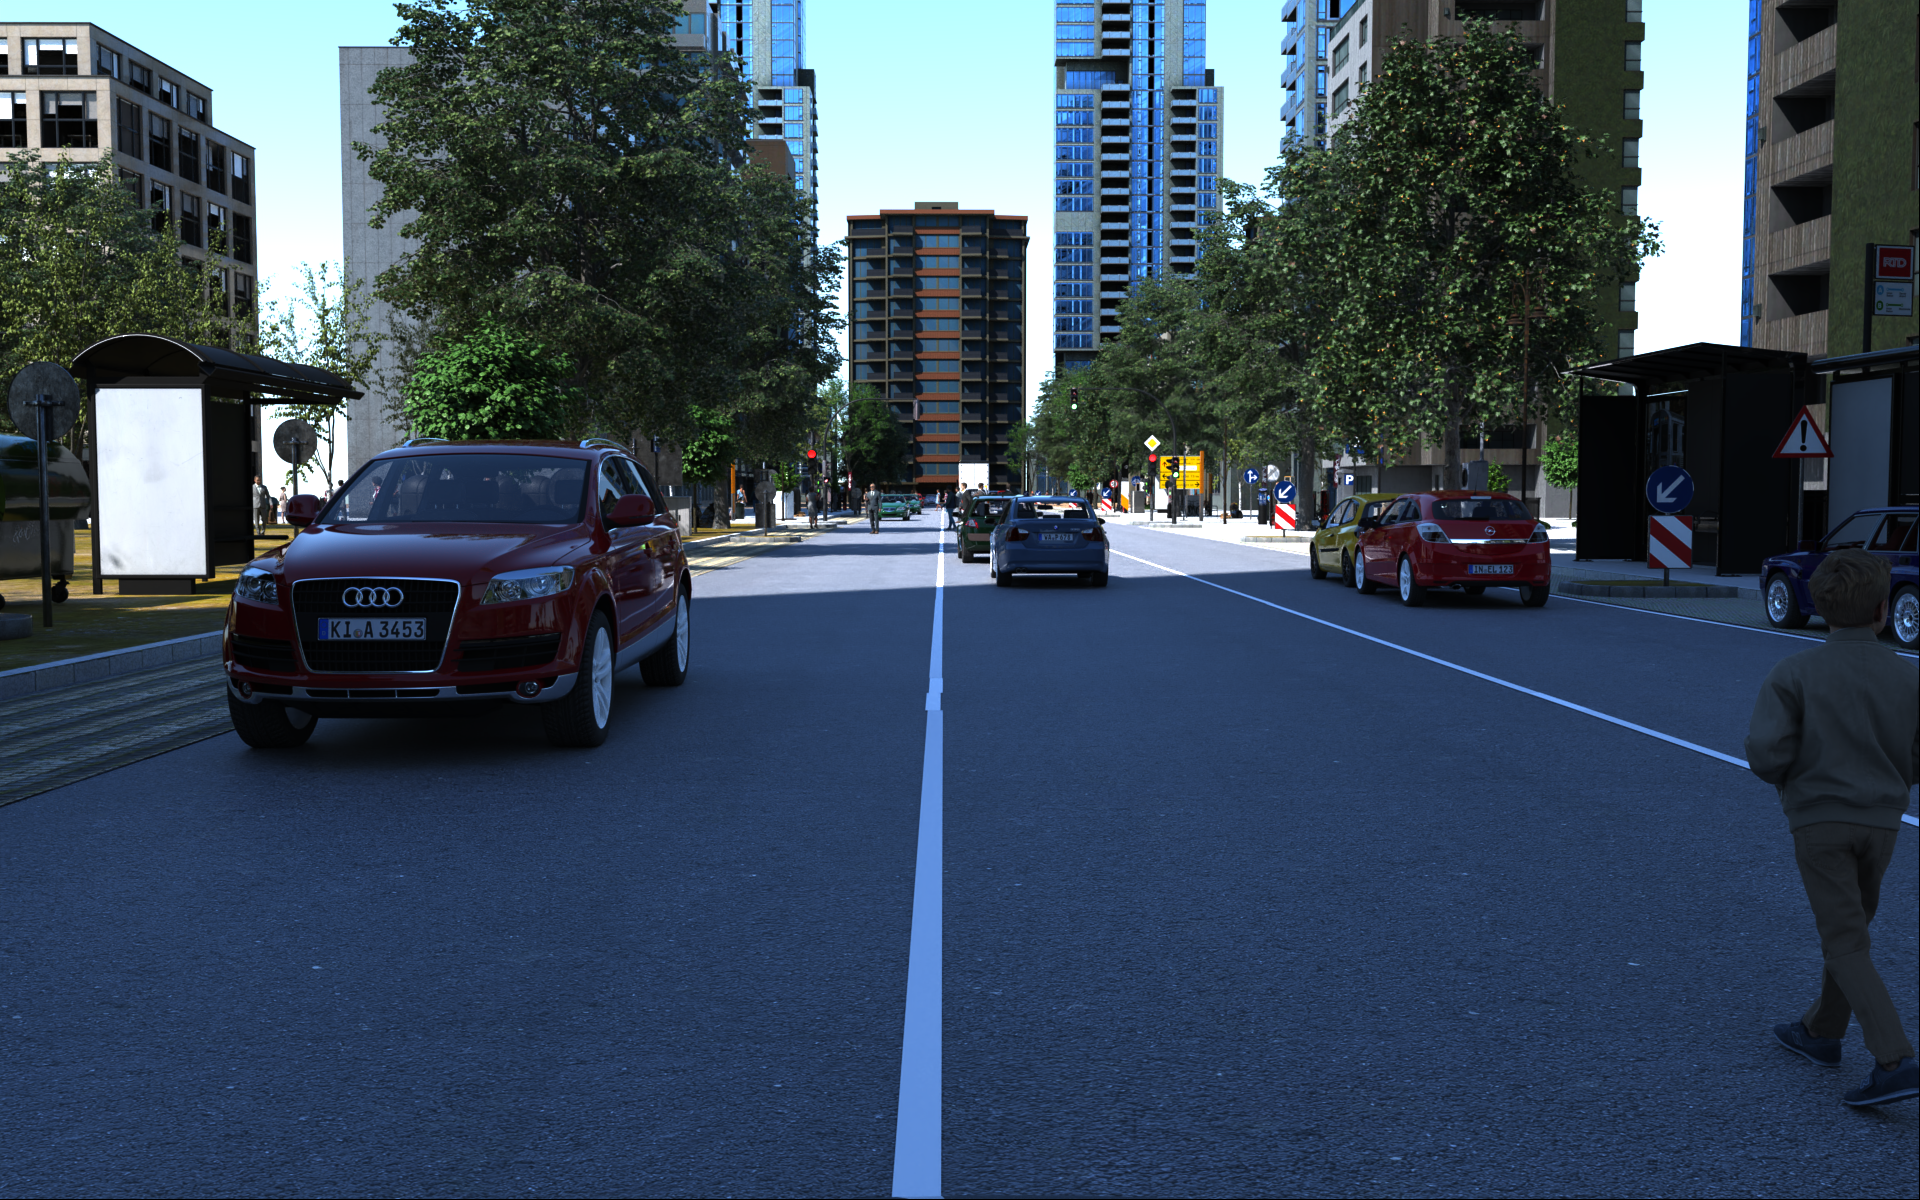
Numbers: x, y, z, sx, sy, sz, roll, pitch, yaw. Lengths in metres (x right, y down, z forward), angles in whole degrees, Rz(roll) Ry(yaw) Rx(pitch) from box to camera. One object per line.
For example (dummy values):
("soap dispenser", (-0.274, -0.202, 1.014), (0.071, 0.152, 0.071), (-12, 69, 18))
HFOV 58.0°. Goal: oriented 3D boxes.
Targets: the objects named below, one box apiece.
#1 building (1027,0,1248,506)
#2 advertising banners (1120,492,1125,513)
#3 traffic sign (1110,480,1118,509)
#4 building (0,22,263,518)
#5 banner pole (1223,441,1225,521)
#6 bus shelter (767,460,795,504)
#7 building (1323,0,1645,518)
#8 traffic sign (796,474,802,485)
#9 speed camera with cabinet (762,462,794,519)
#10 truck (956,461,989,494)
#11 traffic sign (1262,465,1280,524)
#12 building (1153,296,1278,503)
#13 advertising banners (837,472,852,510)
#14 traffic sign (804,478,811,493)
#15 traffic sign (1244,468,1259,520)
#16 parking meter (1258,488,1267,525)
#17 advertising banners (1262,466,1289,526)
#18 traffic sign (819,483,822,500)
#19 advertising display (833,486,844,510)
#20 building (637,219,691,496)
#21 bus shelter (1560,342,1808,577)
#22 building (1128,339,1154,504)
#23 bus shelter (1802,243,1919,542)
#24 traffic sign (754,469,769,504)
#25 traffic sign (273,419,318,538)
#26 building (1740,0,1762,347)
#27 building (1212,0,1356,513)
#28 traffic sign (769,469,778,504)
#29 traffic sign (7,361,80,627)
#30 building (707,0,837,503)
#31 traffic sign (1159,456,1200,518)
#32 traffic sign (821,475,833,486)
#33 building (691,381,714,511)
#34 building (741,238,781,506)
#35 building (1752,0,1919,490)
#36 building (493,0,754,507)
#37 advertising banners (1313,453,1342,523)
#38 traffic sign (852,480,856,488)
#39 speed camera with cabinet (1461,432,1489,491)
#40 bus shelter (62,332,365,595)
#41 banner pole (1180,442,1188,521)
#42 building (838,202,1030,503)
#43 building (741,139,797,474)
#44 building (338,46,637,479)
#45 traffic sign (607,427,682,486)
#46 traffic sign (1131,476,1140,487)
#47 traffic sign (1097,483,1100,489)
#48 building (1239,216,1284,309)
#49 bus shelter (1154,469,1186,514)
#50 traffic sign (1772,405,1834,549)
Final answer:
("building", (25.709, -58.013, 261.180), (31.000, 86.520, 22.319), (0, 4, -1))
("advertising banners", (11.210, -7.488, 118.617), (0.090, 3.025, 2.074), (0, 4, -7))
("traffic sign", (13.534, -9.314, 152.396), (0.768, 2.556, 0.104), (0, 3, 0))
("building", (-61.751, -18.131, 100.965), (34.151, 26.468, 19.350), (0, 4, -1))
("banner pole", (12.428, -5.600, 81.578), (0.401, 3.779, 0.863), (1, 4, 14))
("bus shelter", (-11.940, -7.724, 117.571), (1.731, 3.624, 6.357), (0, 4, -1))
("building", (29.200, -20.013, 98.909), (14.107, 30.474, 14.160), (0, 4, -1))
("traffic sign", (-10.592, -6.852, 112.130), (0.768, 2.556, 0.104), (0, 4, 1))
("speed camera with cabinet", (-9.578, -5.866, 90.251), (2.038, 3.252, 0.660), (3, 4, 38))
("truck", (1.140, -9.884, 150.519), (2.839, 4.237, 11.283), (0, 4, -1))
("traffic sign", (13.408, -4.568, 74.791), (0.768, 2.556, 0.104), (0, 4, 0))
("building", (35.791, -20.366, 178.015), (27.650, 21.520, 28.899), (0, 4, -1))
("advertising banners", (-9.032, -8.521, 135.507), (0.090, 3.025, 2.074), (-3, 4, -37))
("traffic sign", (-11.759, -8.223, 134.543), (0.768, 2.556, 0.104), (1, 4, 9))
("traffic sign", (14.469, -5.259, 86.093), (0.768, 2.556, 0.104), (0, 4, 0))
("parking meter", (12.716, -3.934, 72.724), (0.372, 1.533, 0.369), (0, 3, 0))
("advertising banners", (12.752, -4.531, 70.273), (0.090, 3.025, 2.074), (3, 5, 43))
("traffic sign", (-11.131, -8.385, 137.195), (0.768, 2.556, 0.104), (0, 4, 5))
("advertising display", (-9.756, -8.192, 139.153), (0.974, 1.923, 0.123), (1, 4, 17))
("building", (-25.453, -16.246, 120.371), (10.420, 20.320, 16.860), (0, 4, -1))
("bus shelter", (12.267, -2.361, 29.893), (1.731, 3.624, 6.357), (0, 4, -1))
("building", (34.788, -22.205, 208.097), (27.650, 21.520, 28.899), (0, 4, -1))
("bus shelter", (14.354, -2.925, 25.464), (2.179, 5.291, 8.768), (0, 4, -1))
("traffic sign", (-7.976, -4.122, 69.529), (0.606, 2.300, 0.079), (0, 4, 4))
("traffic sign", (-11.252, -1.787, 29.325), (0.768, 2.556, 0.104), (0, 4, 3))
("building", (61.024, -48.147, 99.878), (31.000, 86.520, 22.319), (0, 4, -1))
("building", (32.348, -49.856, 127.817), (22.319, 86.520, 31.000), (0, 4, -1))
("traffic sign", (-9.697, -5.429, 88.866), (0.768, 2.556, 0.104), (0, 4, 5))
("traffic sign", (-8.812, -1.012, 16.654), (0.768, 2.556, 0.104), (1, 4, 9))
("building", (-34.403, -58.017, 261.251), (31.000, 86.520, 22.319), (0, 4, -1))
("traffic sign", (11.678, -5.975, 91.570), (2.265, 3.308, 0.079), (0, 4, 8))
("traffic sign", (-8.631, -6.849, 112.089), (0.768, 2.556, 0.104), (0, 4, 4))
("building", (-25.047, -17.321, 137.945), (10.420, 20.320, 16.860), (0, 4, -1))
("building", (-27.803, -25.906, 195.256), (14.160, 30.474, 14.107), (0, 4, -1))
("building", (29.553, -16.812, 46.576), (14.160, 30.474, 14.107), (0, 4, -1))
("building", (-32.800, -33.783, 171.966), (23.786, 49.044, 30.456), (0, 4, -1))
("advertising banners", (15.583, -4.762, 74.039), (2.074, 3.025, 0.090), (-2, 4, -33))
("traffic sign", (-9.808, -9.614, 157.292), (0.768, 2.556, 0.104), (0, 4, 4))
("speed camera with cabinet", (14.271, -3.320, 48.616), (0.660, 3.252, 2.038), (0, 4, 3))
("bus shelter", (-10.325, -1.869, 24.486), (2.014, 3.302, 5.546), (0, 4, 0))
("banner pole", (10.854, -5.728, 83.671), (0.401, 3.779, 0.863), (0, 4, 1))
("building", (-4.222, -37.151, 262.050), (28.867, 44.769, 22.147), (0, 4, -1))
("building", (-27.956, -34.527, 214.625), (14.200, 45.320, 14.600), (0, 4, -1))
("building", (-26.780, -17.360, 101.859), (12.078, 24.808, 19.932), (0, 4, -1))
("traffic sign", (-9.543, -3.583, 52.448), (2.265, 3.308, 0.079), (0, 4, 1))
("traffic sign", (12.331, -7.392, 120.968), (0.768, 2.556, 0.104), (0, 4, 3))
("traffic sign", (12.176, -9.329, 154.662), (0.606, 2.300, 0.079), (0, 4, 2))
("building", (56.212, -37.213, 263.050), (28.867, 44.769, 22.147), (0, 4, -1))
("bus shelter", (13.869, -7.360, 114.257), (2.014, 3.302, 5.546), (0, 4, 0))
("traffic sign", (12.364, -1.557, 25.462), (0.884, 2.594, 0.081), (0, 4, 3))
